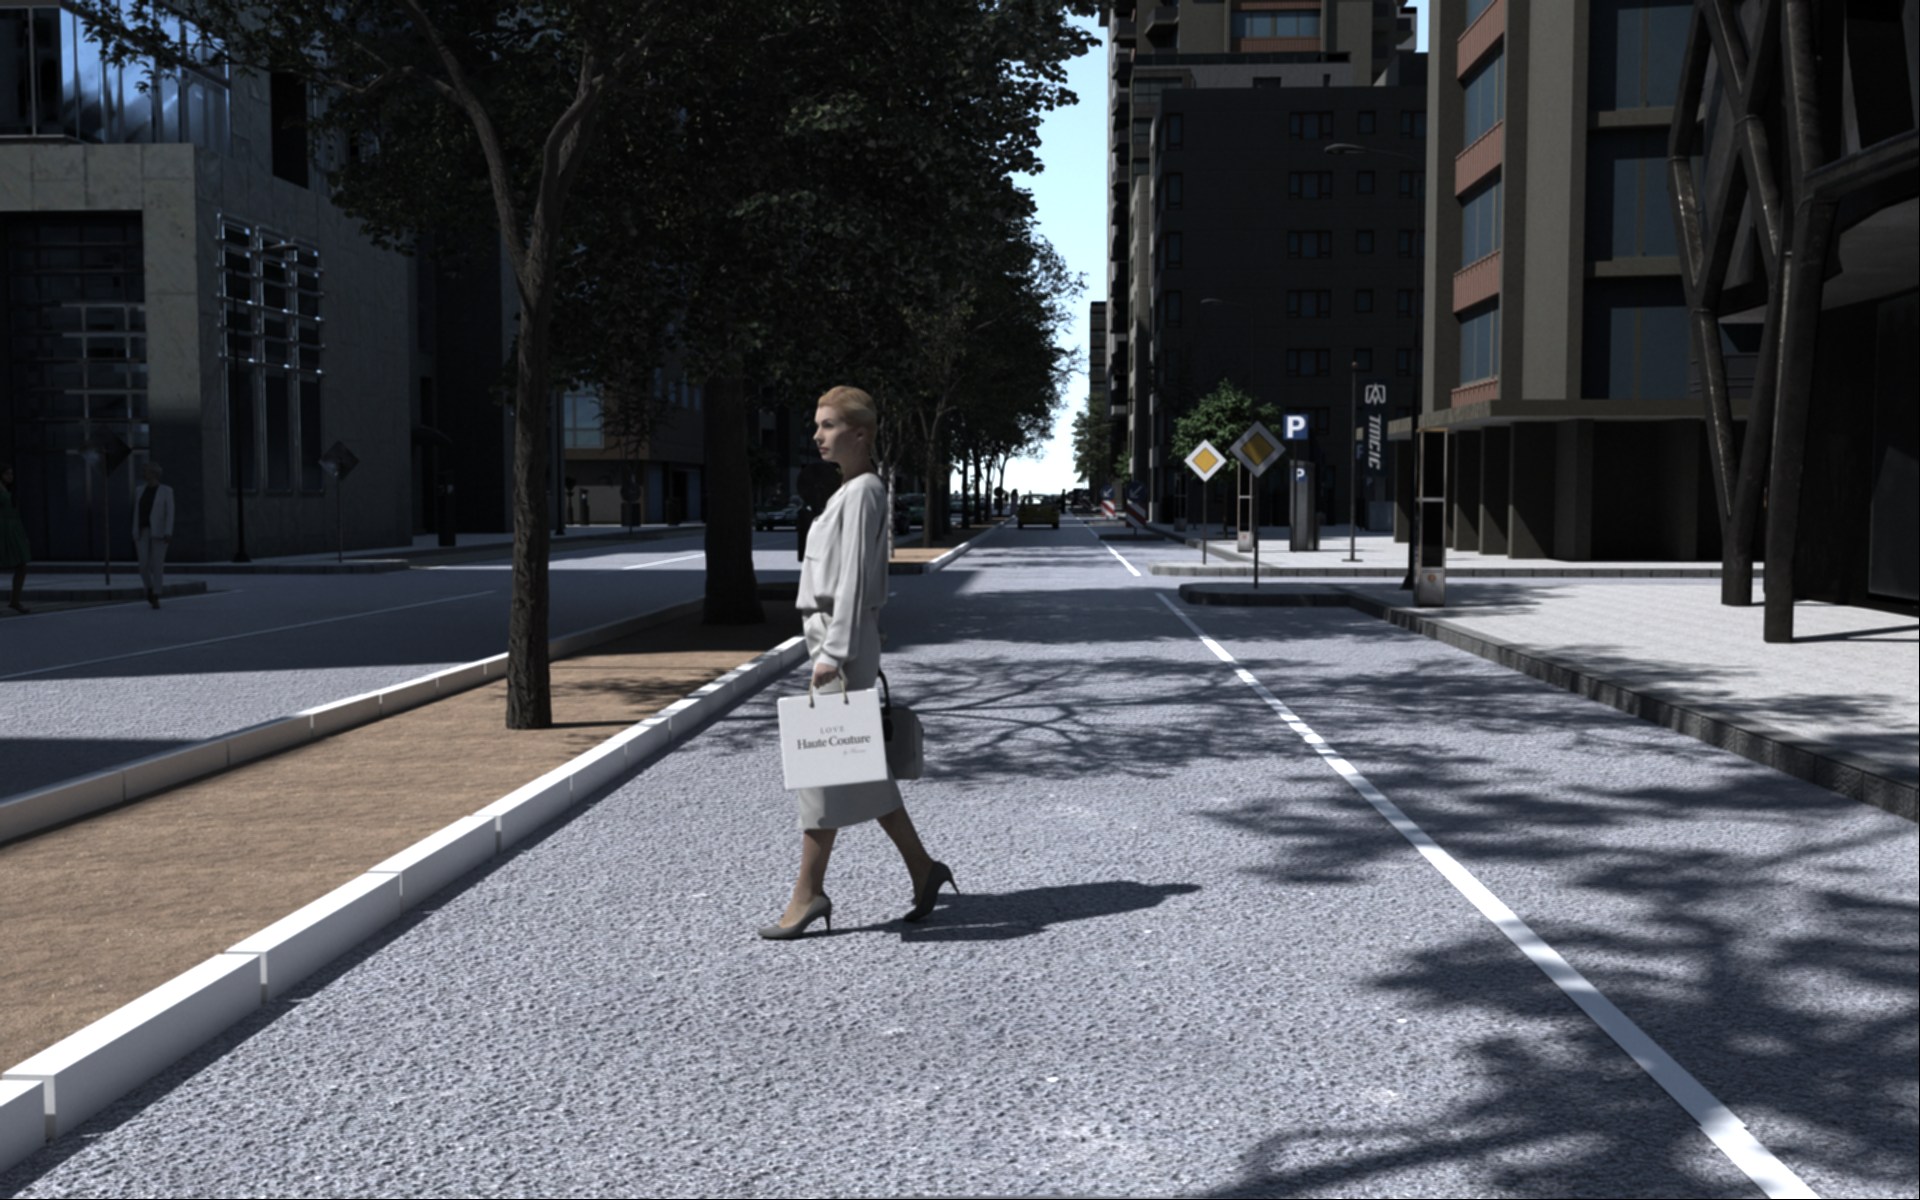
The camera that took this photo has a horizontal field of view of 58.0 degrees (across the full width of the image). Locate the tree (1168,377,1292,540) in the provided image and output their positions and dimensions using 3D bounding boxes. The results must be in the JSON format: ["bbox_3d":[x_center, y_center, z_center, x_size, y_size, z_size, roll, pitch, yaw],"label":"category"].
[{"bbox_3d":[7.531,-3.961,48.474,4.285,4.588,4.351,0,3,0],"label":"tree"}]

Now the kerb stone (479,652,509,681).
[{"bbox_3d":[-3.638,0.525,13.669,0.120,0.150,1.000,0,4,3],"label":"kerb stone"}]

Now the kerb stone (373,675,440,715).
[{"bbox_3d":[-3.744,0.650,11.618,0.120,0.150,1.000,0,4,3],"label":"kerb stone"}]

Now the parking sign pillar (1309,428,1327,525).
[{"bbox_3d":[14.720,-5.066,71.307,1.447,3.967,1.447,2,4,25],"label":"parking sign pillar"}]

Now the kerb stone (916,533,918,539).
[{"bbox_3d":[-1.485,-1.952,54.117,0.120,0.150,1.000,0,4,3],"label":"kerb stone"}]

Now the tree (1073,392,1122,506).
[{"bbox_3d":[15.429,-16.748,191.949,7.486,12.596,7.792,0,3,0],"label":"tree"}]

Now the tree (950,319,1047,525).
[{"bbox_3d":[0.744,-9.366,81.346,9.928,11.665,9.643,0,3,0],"label":"tree"}]

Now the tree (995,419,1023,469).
[{"bbox_3d":[1.682,-8.818,97.001,4.737,8.622,4.395,0,3,0],"label":"tree"}]

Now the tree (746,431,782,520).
[{"bbox_3d":[-10.824,-6.361,87.718,4.285,4.588,4.351,0,3,0],"label":"tree"}]

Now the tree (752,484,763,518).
[{"bbox_3d":[-11.072,-5.964,92.120,1.663,3.219,1.824,0,3,0],"label":"tree"}]

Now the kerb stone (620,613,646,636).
[{"bbox_3d":[-3.419,0.273,17.757,0.120,0.150,1.000,0,4,3],"label":"kerb stone"}]

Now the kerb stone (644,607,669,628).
[{"bbox_3d":[-3.356,0.209,18.777,0.120,0.150,1.000,0,4,3],"label":"kerb stone"}]

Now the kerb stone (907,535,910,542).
[{"bbox_3d":[-1.645,-1.762,51.055,0.120,0.150,1.000,0,4,3],"label":"kerb stone"}]

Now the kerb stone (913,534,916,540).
[{"bbox_3d":[-1.531,-1.890,53.096,0.120,0.150,1.000,0,4,3],"label":"kerb stone"}]

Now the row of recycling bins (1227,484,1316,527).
[{"bbox_3d":[12.392,-3.778,68.876,3.534,1.692,1.069,0,4,-4],"label":"row of recycling bins"}]

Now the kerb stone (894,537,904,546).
[{"bbox_3d":[-1.752,-1.640,49.014,0.120,0.150,1.000,0,4,3],"label":"kerb stone"}]

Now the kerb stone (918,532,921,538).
[{"bbox_3d":[-1.418,-2.015,55.148,0.120,0.150,1.000,0,4,3],"label":"kerb stone"}]

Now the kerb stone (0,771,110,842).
[{"bbox_3d":[-3.963,0.897,7.528,0.120,0.150,1.000,0,4,3],"label":"kerb stone"}]

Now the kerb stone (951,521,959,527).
[{"bbox_3d":[-0.226,-3.394,77.682,0.120,0.150,1.000,0,4,3],"label":"kerb stone"}]

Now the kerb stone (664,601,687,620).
[{"bbox_3d":[-3.318,0.146,19.803,0.120,0.150,1.000,0,4,3],"label":"kerb stone"}]

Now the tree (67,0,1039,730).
[{"bbox_3d":[-2.677,-4.468,9.916,8.767,10.594,7.601,0,4,3],"label":"tree"}]

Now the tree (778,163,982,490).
[{"bbox_3d":[-1.508,-4.945,33.672,4.360,8.622,3.978,0,3,0],"label":"tree"}]

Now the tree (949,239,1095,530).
[{"bbox_3d":[0.192,-9.589,69.612,12.009,13.543,11.850,0,3,0],"label":"tree"}]

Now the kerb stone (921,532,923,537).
[{"bbox_3d":[-1.372,-2.077,56.177,0.120,0.150,1.000,0,4,3],"label":"kerb stone"}]

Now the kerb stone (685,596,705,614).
[{"bbox_3d":[-3.262,0.093,20.825,0.120,0.150,1.000,0,4,3],"label":"kerb stone"}]

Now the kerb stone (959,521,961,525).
[{"bbox_3d":[-0.161,-3.456,78.702,0.120,0.150,1.000,0,4,3],"label":"kerb stone"}]

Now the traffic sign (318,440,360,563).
[{"bbox_3d":[-11.577,-1.753,32.310,0.795,2.450,0.064,0,4,3],"label":"traffic sign"}]

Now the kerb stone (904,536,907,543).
[{"bbox_3d":[-1.695,-1.703,50.034,0.120,0.150,1.000,0,4,3],"label":"kerb stone"}]

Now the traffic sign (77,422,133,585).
[{"bbox_3d":[-12.003,-1.266,24.336,0.795,2.450,0.064,0,4,3],"label":"traffic sign"}]

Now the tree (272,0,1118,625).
[{"bbox_3d":[-2.503,-6.698,18.628,9.857,13.997,8.962,0,3,0],"label":"tree"}]

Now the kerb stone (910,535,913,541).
[{"bbox_3d":[-1.593,-1.827,52.076,0.120,0.150,1.000,0,4,3],"label":"kerb stone"}]

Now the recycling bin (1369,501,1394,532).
[{"bbox_3d":[14.441,-2.845,59.070,0.722,1.027,0.722,-3,5,-44],"label":"recycling bin"}]

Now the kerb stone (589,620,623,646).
[{"bbox_3d":[-3.468,0.334,16.731,0.120,0.150,1.000,0,4,3],"label":"kerb stone"}]

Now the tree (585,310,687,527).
[{"bbox_3d":[-12.706,-7.162,67.466,4.360,8.622,3.978,0,3,0],"label":"tree"}]

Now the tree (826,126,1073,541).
[{"bbox_3d":[-0.634,-8.054,52.259,7.486,12.596,7.792,0,3,0],"label":"tree"}]

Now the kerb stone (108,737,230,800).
[{"bbox_3d":[-3.913,0.835,8.549,0.120,0.150,1.000,0,4,3],"label":"kerb stone"}]

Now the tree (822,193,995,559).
[{"bbox_3d":[-1.566,-5.242,38.523,4.737,8.622,4.395,0,3,0],"label":"tree"}]

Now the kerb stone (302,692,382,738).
[{"bbox_3d":[-3.803,0.709,10.597,0.120,0.150,1.000,0,4,3],"label":"kerb stone"}]

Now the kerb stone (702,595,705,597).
[{"bbox_3d":[-3.204,0.021,21.852,0.120,0.150,1.000,0,4,3],"label":"kerb stone"}]

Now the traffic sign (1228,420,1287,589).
[{"bbox_3d":[4.018,-1.212,23.464,0.795,2.450,0.064,0,4,3],"label":"traffic sign"}]

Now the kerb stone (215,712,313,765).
[{"bbox_3d":[-3.860,0.772,9.569,0.120,0.150,1.000,0,4,3],"label":"kerb stone"}]

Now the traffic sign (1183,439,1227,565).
[{"bbox_3d":[4.443,-1.700,31.438,0.795,2.450,0.064,0,4,3],"label":"traffic sign"}]

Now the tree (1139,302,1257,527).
[{"bbox_3d":[8.926,-7.118,66.740,4.360,8.622,3.978,0,3,0],"label":"tree"}]

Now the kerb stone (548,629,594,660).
[{"bbox_3d":[-3.540,0.399,15.711,0.120,0.150,1.000,0,4,3],"label":"kerb stone"}]

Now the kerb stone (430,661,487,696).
[{"bbox_3d":[-3.691,0.585,12.638,0.120,0.150,1.000,0,4,3],"label":"kerb stone"}]

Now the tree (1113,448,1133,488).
[{"bbox_3d":[11.293,-7.657,108.898,4.285,4.588,4.351,0,3,0],"label":"tree"}]
